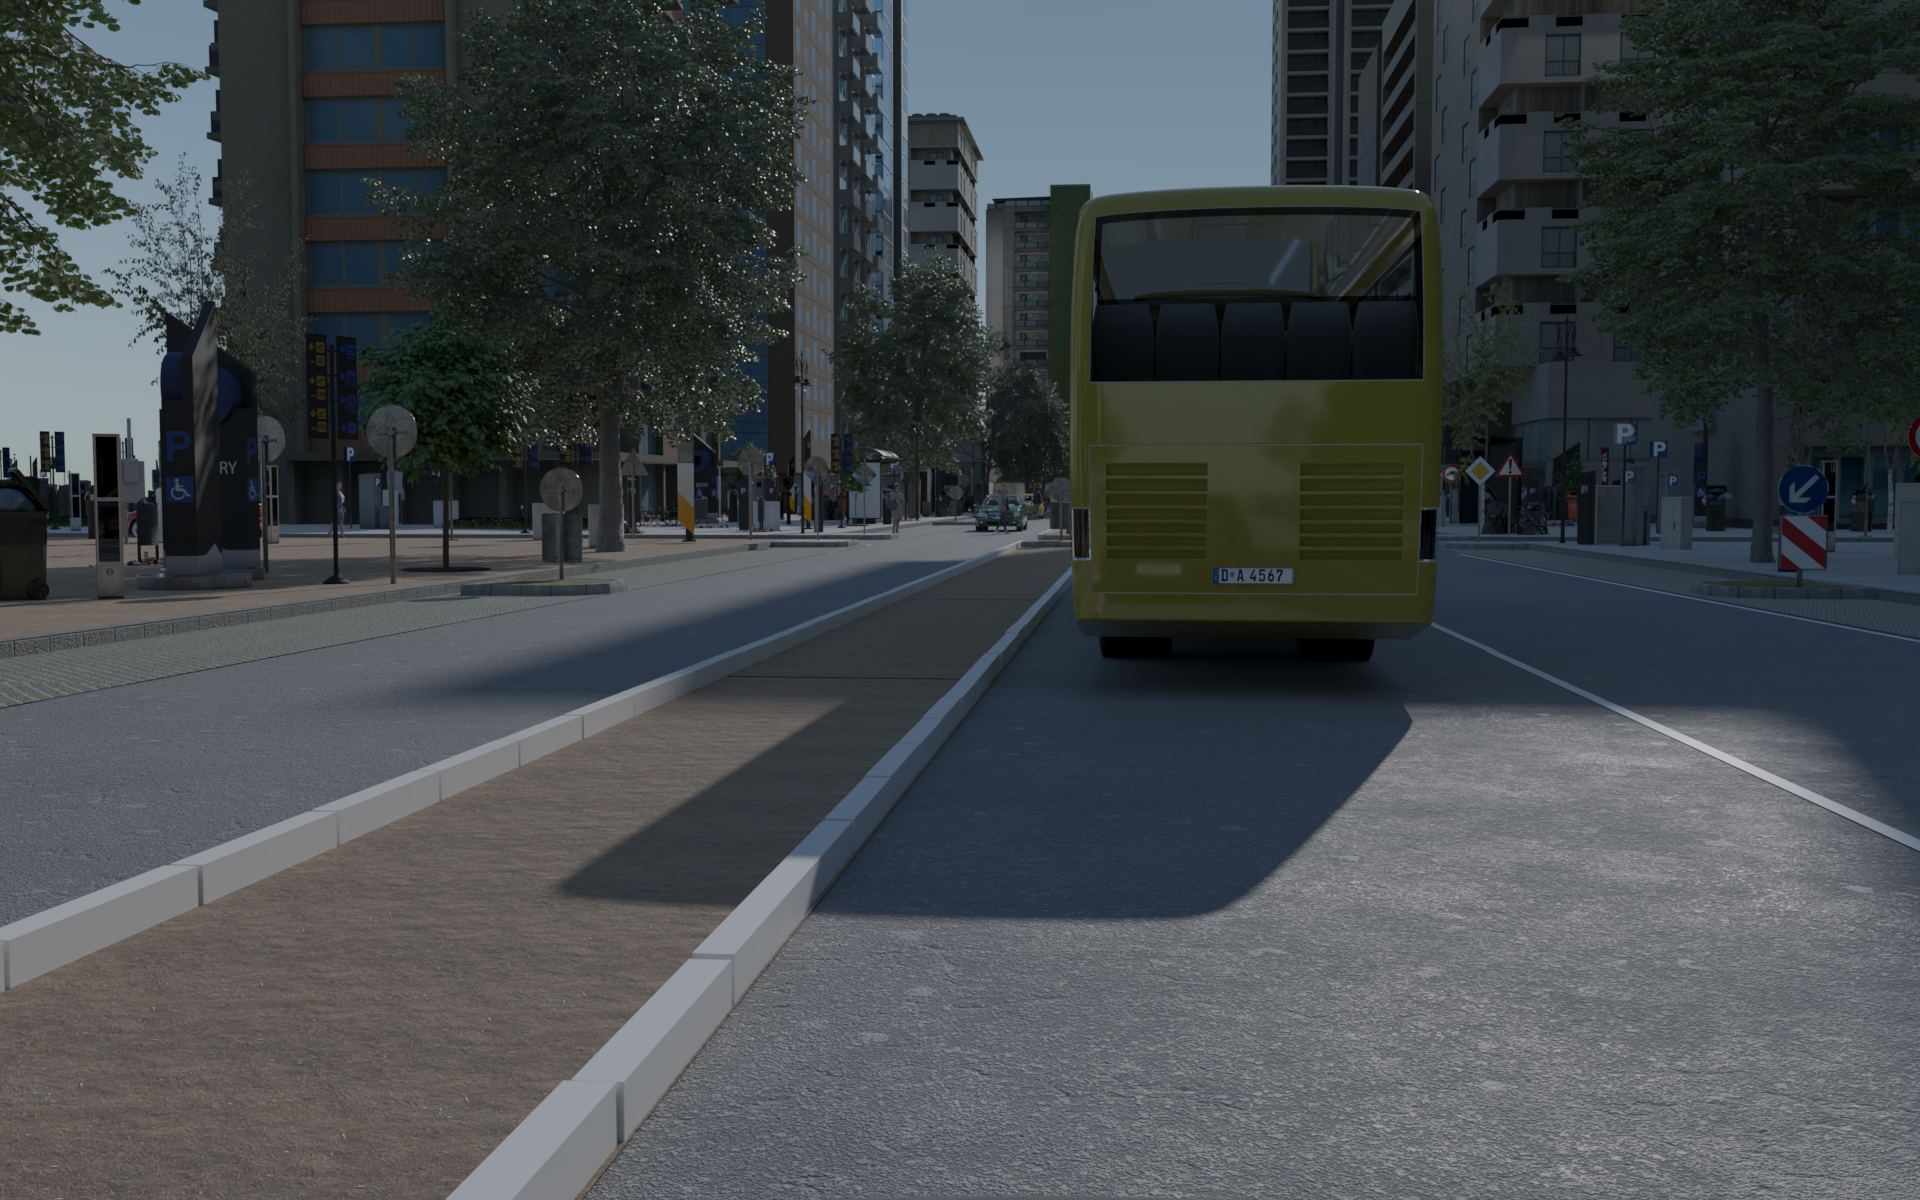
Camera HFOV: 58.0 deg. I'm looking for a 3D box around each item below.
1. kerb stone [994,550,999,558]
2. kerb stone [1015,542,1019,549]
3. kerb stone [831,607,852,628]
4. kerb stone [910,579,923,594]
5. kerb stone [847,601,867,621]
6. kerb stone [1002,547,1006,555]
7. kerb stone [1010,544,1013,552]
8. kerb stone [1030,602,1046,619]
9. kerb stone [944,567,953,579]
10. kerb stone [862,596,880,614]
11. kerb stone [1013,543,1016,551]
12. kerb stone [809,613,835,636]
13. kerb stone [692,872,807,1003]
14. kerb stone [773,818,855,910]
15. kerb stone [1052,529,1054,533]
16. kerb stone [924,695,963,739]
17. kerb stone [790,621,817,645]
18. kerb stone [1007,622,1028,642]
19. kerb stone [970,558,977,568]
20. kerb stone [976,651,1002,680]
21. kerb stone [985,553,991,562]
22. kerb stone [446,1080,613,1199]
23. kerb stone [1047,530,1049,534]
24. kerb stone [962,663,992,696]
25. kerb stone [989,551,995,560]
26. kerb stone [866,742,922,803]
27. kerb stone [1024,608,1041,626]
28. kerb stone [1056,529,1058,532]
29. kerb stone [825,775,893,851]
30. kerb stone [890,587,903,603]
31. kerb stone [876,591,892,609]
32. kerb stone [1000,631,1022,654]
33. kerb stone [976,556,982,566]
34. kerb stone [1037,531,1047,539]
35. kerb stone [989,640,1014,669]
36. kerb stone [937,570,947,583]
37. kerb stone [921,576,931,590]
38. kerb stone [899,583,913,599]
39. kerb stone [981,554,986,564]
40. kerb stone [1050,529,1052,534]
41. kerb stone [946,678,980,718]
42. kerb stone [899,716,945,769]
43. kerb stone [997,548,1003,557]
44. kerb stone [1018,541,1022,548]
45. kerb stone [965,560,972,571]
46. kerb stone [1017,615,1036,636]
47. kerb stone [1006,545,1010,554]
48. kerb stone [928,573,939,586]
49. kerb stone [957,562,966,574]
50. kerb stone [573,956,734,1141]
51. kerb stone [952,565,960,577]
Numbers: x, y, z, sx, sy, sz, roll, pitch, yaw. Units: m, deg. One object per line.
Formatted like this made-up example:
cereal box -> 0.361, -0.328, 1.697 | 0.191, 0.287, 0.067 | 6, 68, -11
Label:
kerb stone -> 0.696, -0.973, 38.108 | 0.120, 0.150, 1.000 | 0, 4, 6
kerb stone -> 1.344, -1.347, 44.223 | 0.120, 0.150, 1.000 | 0, 4, 6
kerb stone -> -1.340, 0.212, 18.736 | 0.120, 0.150, 1.000 | 0, 4, 6
kerb stone -> -0.696, -0.162, 24.852 | 0.120, 0.150, 1.000 | 0, 4, 6
kerb stone -> -1.228, 0.149, 19.751 | 0.120, 0.150, 1.000 | 0, 4, 6
kerb stone -> 0.916, -1.098, 40.147 | 0.120, 0.150, 1.000 | 0, 4, 6
kerb stone -> 1.135, -1.214, 42.180 | 0.120, 0.150, 1.000 | 0, 4, 6
kerb stone -> 0.858, 0.158, 19.605 | 0.120, 0.150, 1.000 | 0, 4, 6
kerb stone -> -0.269, -0.411, 28.926 | 0.120, 0.150, 1.000 | 0, 4, 6
kerb stone -> -1.127, 0.087, 20.769 | 0.120, 0.150, 1.000 | 0, 4, 6
kerb stone -> 1.245, -1.284, 43.196 | 0.120, 0.150, 1.000 | 0, 4, 6
kerb stone -> -1.451, 0.274, 17.719 | 0.120, 0.150, 1.000 | 0, 4, 6
kerb stone -> -0.637, 1.032, 5.337 | 0.120, 0.150, 1.000 | 0, 4, 6
kerb stone -> -0.537, 0.979, 6.355 | 0.120, 0.150, 1.000 | 0, 4, 6
kerb stone -> 3.125, -2.378, 61.092 | 0.120, 0.150, 1.000 | 0, 4, 6
kerb stone -> -0.107, 0.719, 10.433 | 0.120, 0.150, 1.000 | 0, 4, 6
kerb stone -> -1.556, 0.340, 16.699 | 0.120, 0.150, 1.000 | 0, 4, 6
kerb stone -> 0.530, 0.345, 16.549 | 0.120, 0.150, 1.000 | 0, 4, 6
kerb stone -> 0.160, -0.662, 33.013 | 0.120, 0.150, 1.000 | 0, 4, 6
kerb stone -> 0.210, 0.537, 13.487 | 0.120, 0.150, 1.000 | 0, 4, 6
kerb stone -> 0.485, -0.848, 36.068 | 0.120, 0.150, 1.000 | 0, 4, 6
kerb stone -> -0.860, 1.156, 3.290 | 0.120, 0.150, 1.000 | 0, 4, 6
kerb stone -> 2.805, -2.192, 58.029 | 0.120, 0.150, 1.000 | 0, 4, 6
kerb stone -> 0.111, 0.597, 12.470 | 0.120, 0.150, 1.000 | 0, 4, 6
kerb stone -> 0.597, -0.911, 37.091 | 0.120, 0.150, 1.000 | 0, 4, 6
kerb stone -> -0.321, 0.845, 8.388 | 0.120, 0.150, 1.000 | 0, 4, 6
kerb stone -> 0.755, 0.221, 18.588 | 0.120, 0.150, 1.000 | 0, 4, 6
kerb stone -> 3.446, -2.560, 64.148 | 0.120, 0.150, 1.000 | 0, 4, 6
kerb stone -> -0.426, 0.911, 7.370 | 0.120, 0.150, 1.000 | 0, 4, 6
kerb stone -> -0.910, -0.033, 22.814 | 0.120, 0.150, 1.000 | 0, 4, 6
kerb stone -> -1.016, 0.025, 21.788 | 0.120, 0.150, 1.000 | 0, 4, 6
kerb stone -> 0.435, 0.412, 15.525 | 0.120, 0.150, 1.000 | 0, 4, 6
kerb stone -> 0.273, -0.724, 34.034 | 0.120, 0.150, 1.000 | 0, 4, 6
kerb stone -> 2.695, -2.129, 57.012 | 0.120, 0.150, 1.000 | 0, 4, 6
kerb stone -> 0.330, 0.471, 14.502 | 0.120, 0.150, 1.000 | 0, 4, 6
kerb stone -> -0.369, -0.344, 27.905 | 0.120, 0.150, 1.000 | 0, 4, 6
kerb stone -> -0.592, -0.221, 25.869 | 0.120, 0.150, 1.000 | 0, 4, 6
kerb stone -> -0.803, -0.100, 23.836 | 0.120, 0.150, 1.000 | 0, 4, 6
kerb stone -> 0.380, -0.786, 35.052 | 0.120, 0.150, 1.000 | 0, 4, 6
kerb stone -> 3.021, -2.317, 60.071 | 0.120, 0.150, 1.000 | 0, 4, 6
kerb stone -> 0.007, 0.659, 11.453 | 0.120, 0.150, 1.000 | 0, 4, 6
kerb stone -> -0.209, 0.782, 9.404 | 0.120, 0.150, 1.000 | 0, 4, 6
kerb stone -> 0.808, -1.036, 39.131 | 0.120, 0.150, 1.000 | 0, 4, 6
kerb stone -> 1.457, -1.409, 45.239 | 0.120, 0.150, 1.000 | 0, 4, 6
kerb stone -> 0.057, -0.599, 31.996 | 0.120, 0.150, 1.000 | 0, 4, 6
kerb stone -> 0.649, 0.283, 17.564 | 0.120, 0.150, 1.000 | 0, 4, 6
kerb stone -> 1.025, -1.159, 41.163 | 0.120, 0.150, 1.000 | 0, 4, 6
kerb stone -> -0.483, -0.287, 26.887 | 0.120, 0.150, 1.000 | 0, 4, 6
kerb stone -> -0.048, -0.534, 30.967 | 0.120, 0.150, 1.000 | 0, 4, 6
kerb stone -> -0.744, 1.101, 4.305 | 0.120, 0.150, 1.000 | 0, 4, 6
kerb stone -> -0.154, -0.474, 29.941 | 0.120, 0.150, 1.000 | 0, 4, 6
